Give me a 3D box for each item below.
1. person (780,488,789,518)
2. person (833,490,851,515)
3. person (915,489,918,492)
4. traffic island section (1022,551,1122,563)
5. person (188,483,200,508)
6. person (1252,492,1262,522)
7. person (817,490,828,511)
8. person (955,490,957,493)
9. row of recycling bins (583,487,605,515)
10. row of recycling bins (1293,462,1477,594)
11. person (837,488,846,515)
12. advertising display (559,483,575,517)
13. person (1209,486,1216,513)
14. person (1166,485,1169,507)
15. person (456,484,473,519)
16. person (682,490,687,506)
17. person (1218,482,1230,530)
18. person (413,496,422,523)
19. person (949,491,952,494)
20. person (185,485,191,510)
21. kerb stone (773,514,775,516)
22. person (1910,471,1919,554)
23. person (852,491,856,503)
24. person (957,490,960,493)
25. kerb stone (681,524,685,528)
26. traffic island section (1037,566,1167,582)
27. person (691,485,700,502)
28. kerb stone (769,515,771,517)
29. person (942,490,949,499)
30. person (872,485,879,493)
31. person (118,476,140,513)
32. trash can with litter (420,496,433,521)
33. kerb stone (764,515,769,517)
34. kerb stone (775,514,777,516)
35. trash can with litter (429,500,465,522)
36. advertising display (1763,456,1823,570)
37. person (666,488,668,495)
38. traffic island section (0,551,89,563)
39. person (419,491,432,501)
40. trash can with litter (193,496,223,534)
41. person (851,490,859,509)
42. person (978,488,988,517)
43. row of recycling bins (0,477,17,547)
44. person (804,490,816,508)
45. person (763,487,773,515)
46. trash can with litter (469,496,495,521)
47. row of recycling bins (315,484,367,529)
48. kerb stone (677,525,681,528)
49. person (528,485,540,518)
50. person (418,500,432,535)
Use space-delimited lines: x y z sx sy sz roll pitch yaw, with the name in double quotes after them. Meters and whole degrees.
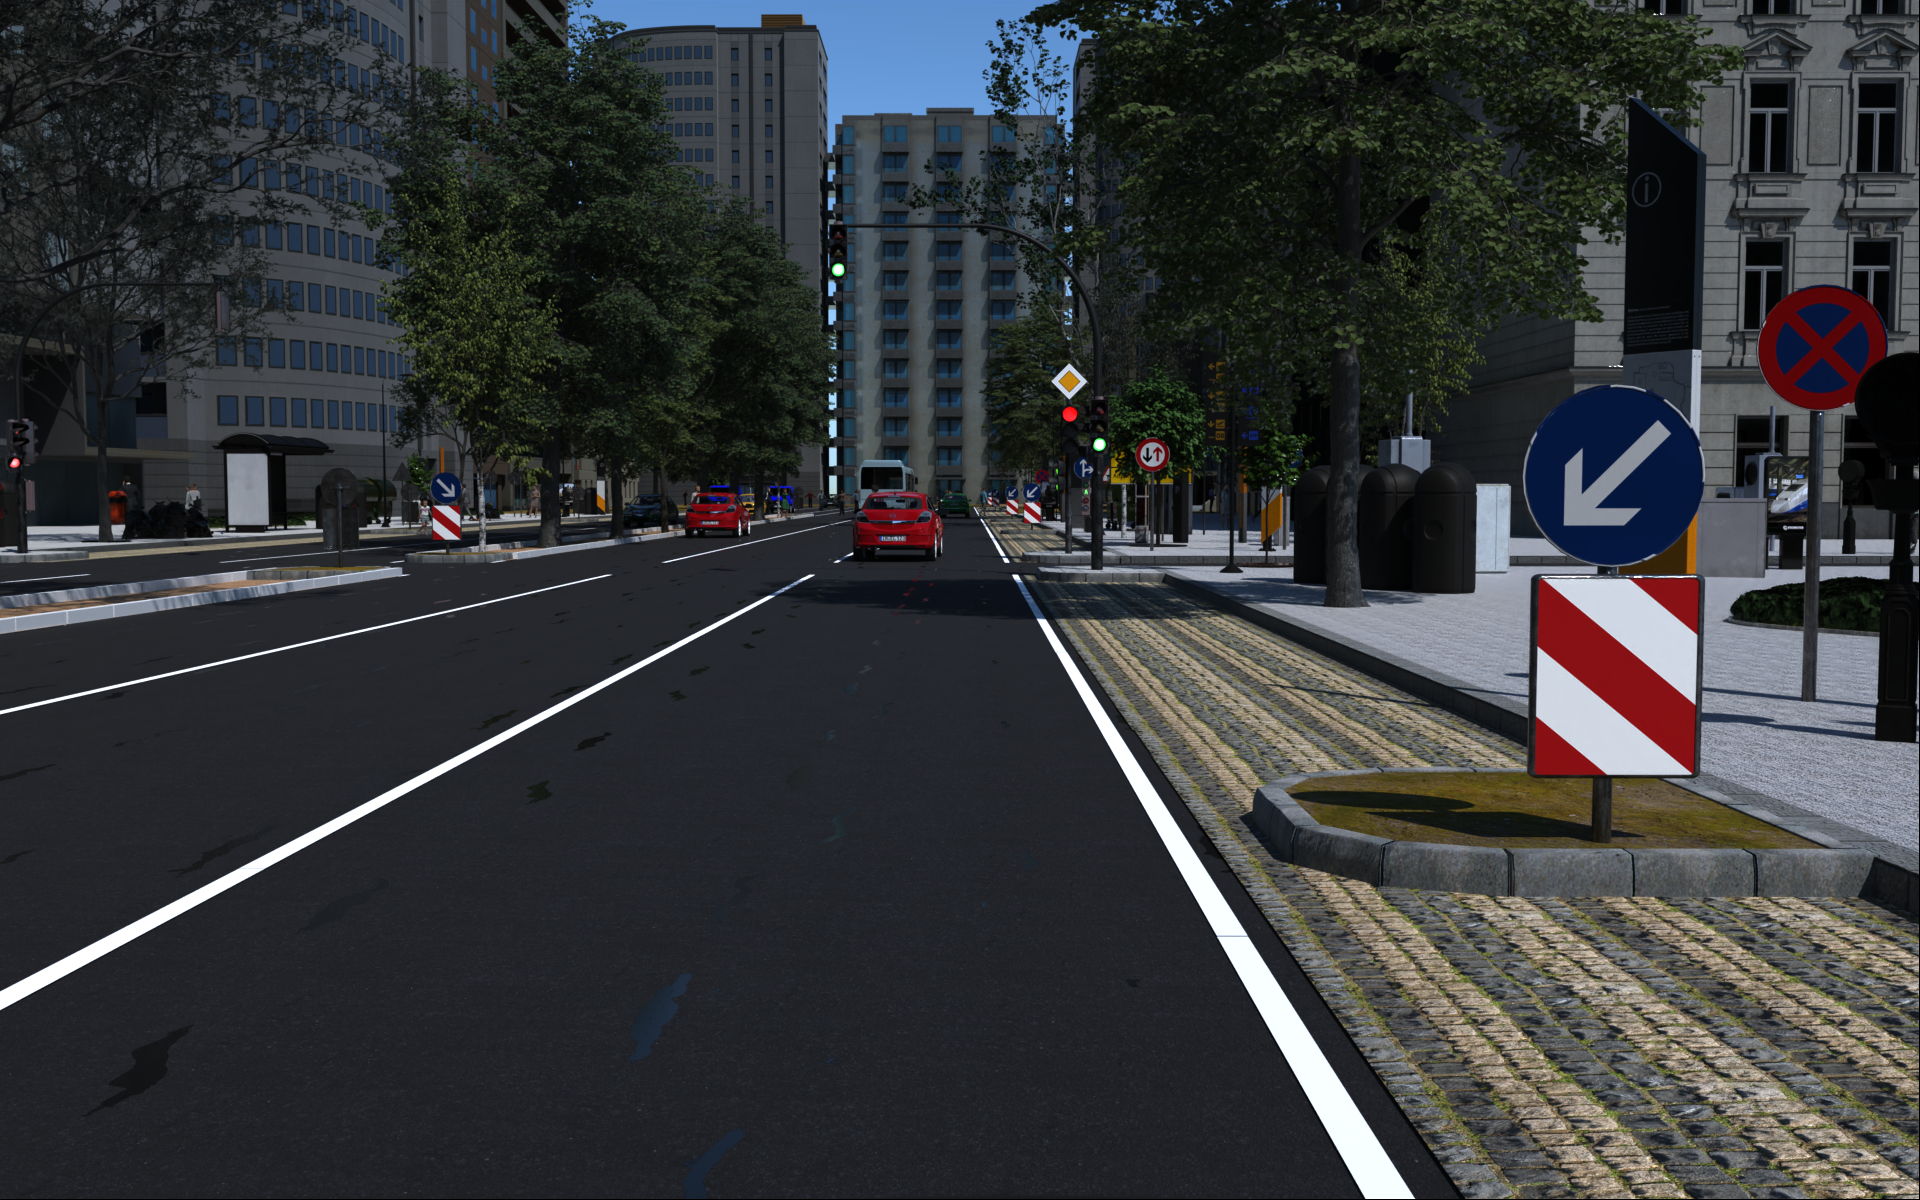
-10.142 -5.588 100.118 0.529 1.795 0.600 0 4 4 "person"
-7.925 -6.531 115.999 1.217 1.735 0.721 0 4 7 "person"
-3.377 -7.654 133.733 1.350 1.814 0.705 1 4 22 "person"
2.363 -0.921 37.347 2.009 0.180 2.903 0 4 0 "traffic island section"
-32.209 -4.048 72.981 0.760 1.731 0.466 2 4 25 "person"
13.561 -4.411 78.000 0.795 1.843 0.661 0 4 -8 "person"
-11.741 -8.466 146.996 0.705 1.814 1.350 3 4 37 "person"
-0.433 -10.399 178.521 0.705 1.824 1.348 0 4 6 "person"
-23.101 -6.239 109.126 1.069 1.692 3.534 0 4 -3 "row of recycling bins"
5.765 -1.021 23.809 1.069 1.692 3.534 -1 4 -23 "row of recycling bins"
-8.182 -6.824 120.072 0.705 1.824 1.348 -2 4 -26 "person"
-22.484 -5.731 98.915 0.974 1.923 0.123 0 4 -4 "advertising display"
16.932 -6.709 115.608 0.599 1.838 0.709 0 4 -5 "person"
8.983 -4.226 75.116 0.794 1.824 0.713 -3 5 -43 "person"
-25.038 -4.975 87.664 0.850 1.792 0.678 0 4 5 "person"
-30.116 -11.169 189.472 0.721 1.723 1.217 -3 4 -36 "person"
9.501 -3.367 62.098 0.522 1.701 0.512 1 4 23 "person"
-23.966 -3.995 76.382 0.505 1.210 0.382 -2 4 -25 "person"
-0.895 -8.666 150.854 0.621 1.740 0.551 2 4 28 "person"
-36.727 -4.616 82.513 0.522 1.701 0.512 0 4 1 "person"
-11.607 -5.131 106.086 0.120 0.150 1.000 0 4 0 "kerb stone"
20.411 -1.859 36.931 0.782 1.767 0.515 0 4 -8 "person"
-10.532 -10.219 176.372 1.217 1.735 0.721 2 4 29 "person"
-0.228 -7.891 138.334 0.721 1.723 1.217 2 4 33 "person"
-11.728 -3.063 72.279 0.120 0.150 1.000 0 4 0 "kerb stone"
2.335 -0.433 29.362 2.009 0.180 2.903 0 4 0 "traffic island section"
-10.520 -3.707 69.459 0.694 1.780 0.624 -2 4 -29 "person"
-11.625 -5.001 104.042 0.120 0.150 1.000 0 4 0 "kerb stone"
-1.069 -7.401 130.230 0.721 1.743 1.217 -3 4 -38 "person"
-2.694 -2.865 56.177 0.563 1.720 0.643 3 4 37 "person"
-28.265 -3.272 58.910 0.474 1.900 0.648 1 4 14 "person"
-25.252 -4.355 82.585 0.624 1.170 1.055 3 5 43 "trash can with litter"
-11.627 -4.941 103.019 0.120 0.150 1.000 0 4 0 "kerb stone"
-11.613 -5.193 107.108 0.120 0.150 1.000 0 4 0 "kerb stone"
-23.716 -4.143 78.788 1.678 1.210 2.233 -3 4 -36 "trash can with litter"
14.142 -1.481 29.429 0.974 1.923 0.123 0 4 -3 "advertising display"
-25.556 -8.822 150.362 0.705 1.814 1.350 -1 4 -22 "person"
-20.278 -0.927 37.432 2.009 0.180 2.903 0 4 0 "traffic island section"
-27.603 -5.091 89.051 0.659 1.850 0.755 3 5 44 "person"
-24.374 -2.696 55.136 1.678 1.210 2.233 -2 4 -25 "trash can with litter"
-8.827 -8.583 148.823 1.348 1.826 0.705 -2 4 -34 "person"
1.437 -6.145 108.832 0.748 1.841 0.638 -2 4 -24 "person"
-23.337 -2.081 41.133 1.069 1.692 3.534 -1 4 -10 "row of recycling bins"
-14.924 -10.035 172.535 1.348 1.831 0.705 0 4 6 "person"
-12.247 -6.268 110.351 0.648 1.900 0.474 -1 4 -17 "person"
-22.937 -4.394 82.895 1.678 1.210 2.233 -1 4 -12 "trash can with litter"
-23.226 -3.536 64.926 1.069 1.692 3.534 0 4 2 "row of recycling bins"
-11.734 -3.001 71.257 0.120 0.150 1.000 0 4 0 "kerb stone"
-22.956 -5.321 93.387 0.599 1.781 0.374 0 4 7 "person"
-18.664 -2.871 60.463 0.505 1.210 0.382 -3 5 -40 "person"
